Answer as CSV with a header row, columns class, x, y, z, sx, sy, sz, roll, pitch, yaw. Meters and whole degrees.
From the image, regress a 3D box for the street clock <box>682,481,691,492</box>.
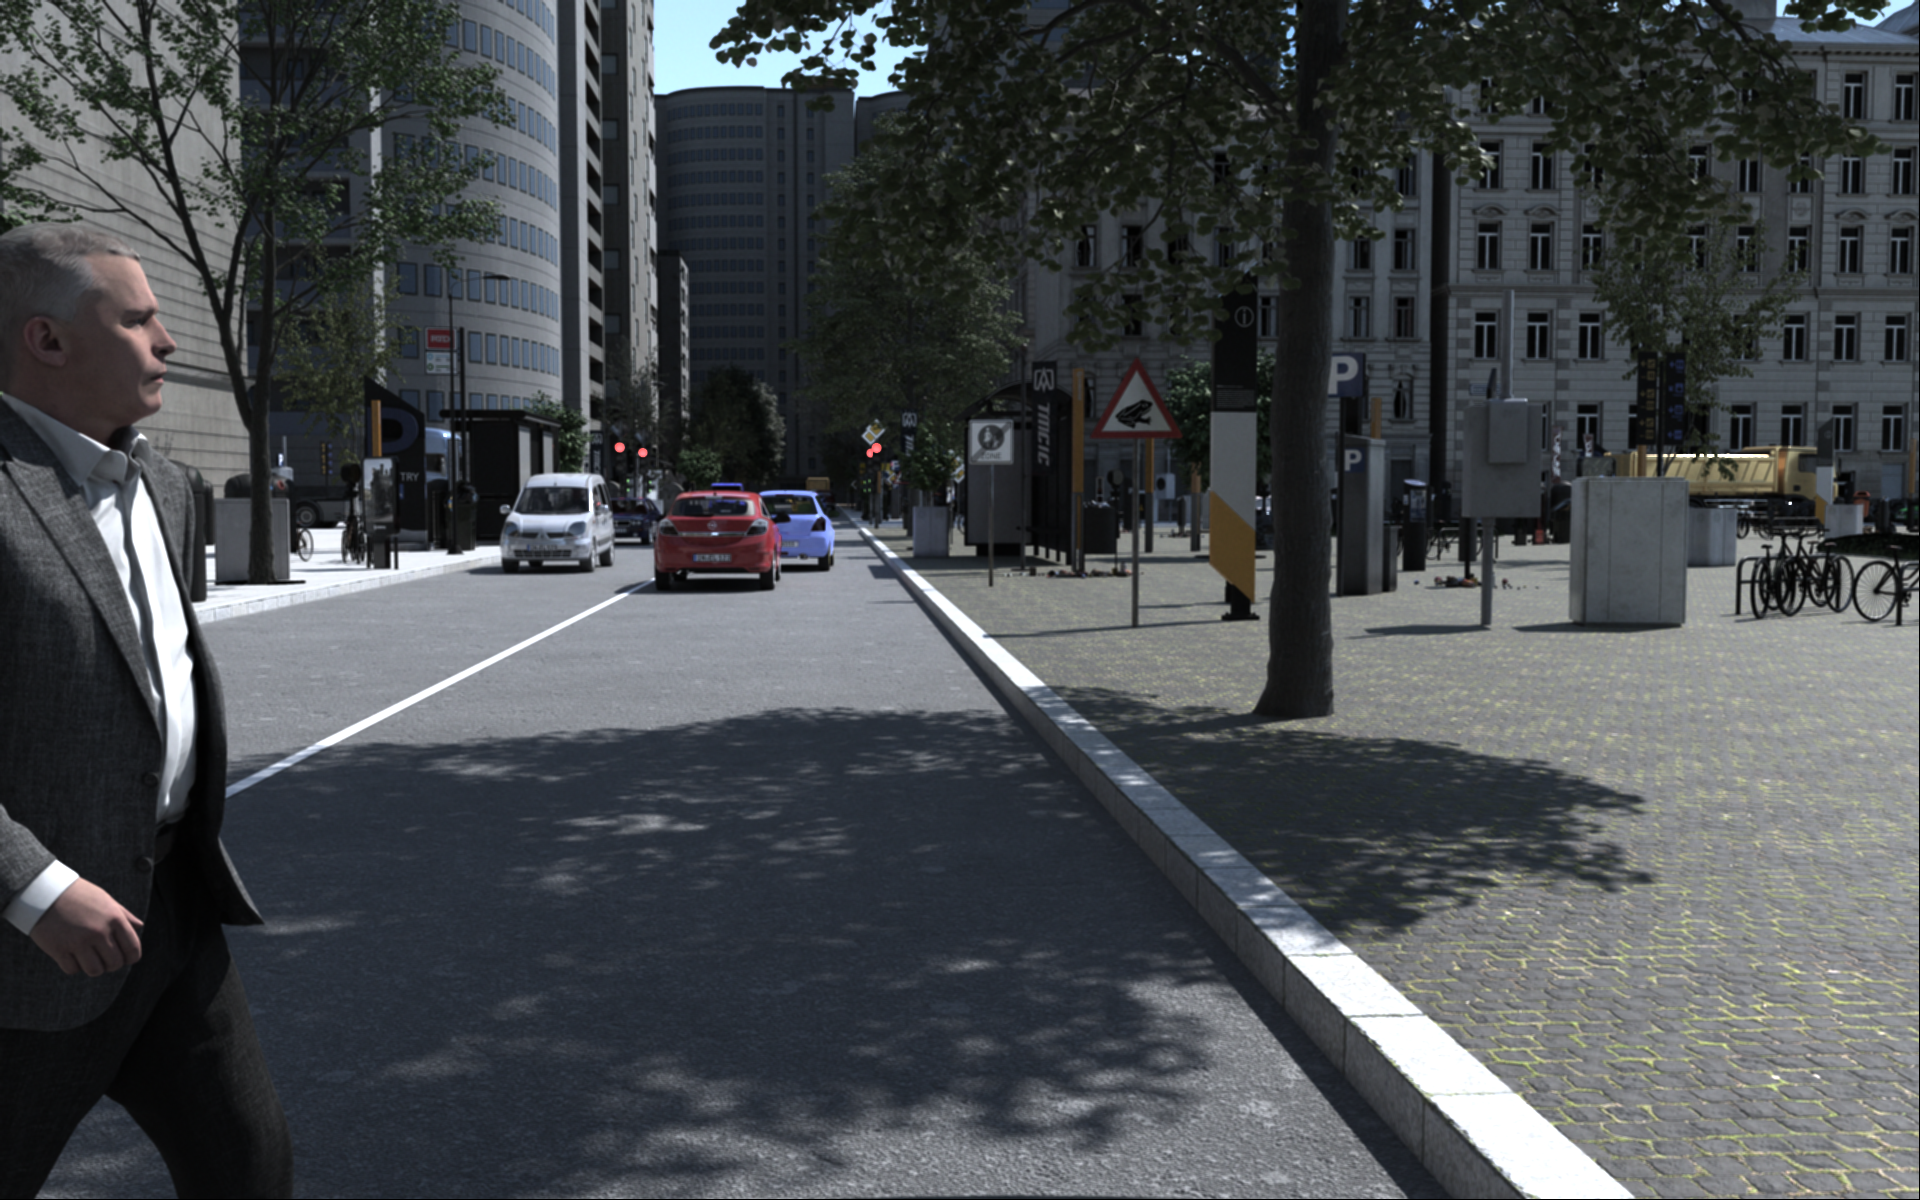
class,x,y,z,sx,sy,sz,roll,pitch,yaw
street clock,-14.718,-5.428,93.324,0.358,2.002,0.471,2,4,30

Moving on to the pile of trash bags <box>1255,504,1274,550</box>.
class,x,y,z,sx,sy,sz,roll,pitch,yaw
pile of trash bags,6.948,-1.916,41.081,1.912,1.369,3.447,-1,4,-14

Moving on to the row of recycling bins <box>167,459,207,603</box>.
class,x,y,z,sx,sy,sz,roll,pitch,yaw
row of recycling bins,-9.516,-0.742,19.243,1.069,1.692,3.534,0,4,2

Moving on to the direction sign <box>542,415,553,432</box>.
class,x,y,z,sx,sy,sz,roll,pitch,yaw
direction sign,-11.897,-3.532,49.744,0.379,3.537,0.876,1,4,13

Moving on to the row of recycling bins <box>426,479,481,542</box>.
class,x,y,z,sx,sy,sz,roll,pitch,yaw
row of recycling bins,-13.916,-2.482,47.693,1.069,1.692,3.534,0,4,-3

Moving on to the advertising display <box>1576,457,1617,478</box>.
class,x,y,z,sx,sy,sz,roll,pitch,yaw
advertising display,11.051,-1.523,30.114,0.974,1.923,0.123,-2,4,-34

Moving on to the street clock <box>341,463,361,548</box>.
class,x,y,z,sx,sy,sz,roll,pitch,yaw
street clock,-14.323,-2.215,40.783,0.358,2.002,0.471,1,4,18

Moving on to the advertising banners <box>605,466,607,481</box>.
class,x,y,z,sx,sy,sz,roll,pitch,yaw
advertising banners,-22.095,-6.817,107.642,0.090,3.025,2.074,-1,4,-20

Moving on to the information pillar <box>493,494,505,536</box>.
class,x,y,z,sx,sy,sz,roll,pitch,yaw
information pillar,-13.658,-2.865,51.337,0.304,2.012,0.304,0,4,-4

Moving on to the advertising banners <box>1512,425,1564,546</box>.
class,x,y,z,sx,sy,sz,roll,pitch,yaw
advertising banners,14.579,-2.901,43.620,2.074,3.025,0.090,-3,4,-37

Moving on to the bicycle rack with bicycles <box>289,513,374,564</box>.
class,x,y,z,sx,sy,sz,roll,pitch,yaw
bicycle rack with bicycles,-11.860,-1.178,32.650,2.852,0.926,2.925,0,4,-4

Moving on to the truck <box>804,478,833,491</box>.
class,x,y,z,sx,sy,sz,roll,pitch,yaw
truck,-16.798,-12.786,204.968,3.469,3.379,9.791,0,4,-3

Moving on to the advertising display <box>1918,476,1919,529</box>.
class,x,y,z,sx,sy,sz,roll,pitch,yaw
advertising display,17.335,-1.539,30.381,0.974,1.923,0.123,0,4,3

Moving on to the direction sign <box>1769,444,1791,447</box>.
class,x,y,z,sx,sy,sz,roll,pitch,yaw
direction sign,37.122,-5.304,78.721,0.876,3.537,0.379,-1,4,-12

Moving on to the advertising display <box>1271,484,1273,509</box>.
class,x,y,z,sx,sy,sz,roll,pitch,yaw
advertising display,10.434,-3.137,56.504,0.123,1.923,0.974,3,5,40

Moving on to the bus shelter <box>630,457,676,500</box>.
class,x,y,z,sx,sy,sz,roll,pitch,yaw
bus shelter,-17.313,-6.361,97.933,2.014,3.302,5.546,0,4,-4

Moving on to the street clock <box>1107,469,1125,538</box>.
class,x,y,z,sx,sy,sz,roll,pitch,yaw
street clock,4.502,-2.785,50.112,0.471,2.002,0.358,-2,4,-31

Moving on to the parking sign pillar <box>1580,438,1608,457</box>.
class,x,y,z,sx,sy,sz,roll,pitch,yaw
parking sign pillar,28.261,-5.429,77.230,1.447,3.967,1.447,-3,4,-36

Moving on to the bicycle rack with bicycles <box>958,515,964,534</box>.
class,x,y,z,sx,sy,sz,roll,pitch,yaw
bicycle rack with bicycles,1.555,-2.547,55.029,2.852,0.926,2.925,-2,4,-24

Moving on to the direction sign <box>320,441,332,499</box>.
class,x,y,z,sx,sy,sz,roll,pitch,yaw
direction sign,-27.120,-5.027,74.194,0.379,3.537,0.876,1,4,10

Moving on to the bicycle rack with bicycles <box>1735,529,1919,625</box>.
class,x,y,z,sx,sy,sz,roll,pitch,yaw
bicycle rack with bicycles,9.303,-0.293,18.178,2.925,0.926,2.852,-2,4,-29

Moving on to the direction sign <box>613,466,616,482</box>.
class,x,y,z,sx,sy,sz,roll,pitch,yaw
direction sign,-28.296,-9.168,141.886,0.379,3.537,0.876,-2,4,-27

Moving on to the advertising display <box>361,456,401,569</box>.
class,x,y,z,sx,sy,sz,roll,pitch,yaw
advertising display,-9.944,-1.501,29.752,0.974,1.923,0.123,3,5,39

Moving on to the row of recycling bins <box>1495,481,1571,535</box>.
class,x,y,z,sx,sy,sz,roll,pitch,yaw
row of recycling bins,18.717,-2.930,55.018,3.534,1.692,1.069,0,4,4

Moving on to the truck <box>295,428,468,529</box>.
class,x,y,z,sx,sy,sz,roll,pitch,yaw
truck,-27.755,-4.668,66.074,18.799,4.110,2.967,0,4,-3

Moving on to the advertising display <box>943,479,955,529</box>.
class,x,y,z,sx,sy,sz,roll,pitch,yaw
advertising display,-0.400,-3.623,64.452,0.123,1.923,0.974,1,4,19

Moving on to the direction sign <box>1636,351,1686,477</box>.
class,x,y,z,sx,sy,sz,roll,pitch,yaw
direction sign,11.177,-2.183,27.682,0.876,3.537,0.379,-1,4,-17

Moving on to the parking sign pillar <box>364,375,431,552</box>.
class,x,y,z,sx,sy,sz,roll,pitch,yaw
parking sign pillar,-12.738,-3.095,39.081,1.447,3.967,1.447,-1,4,-14

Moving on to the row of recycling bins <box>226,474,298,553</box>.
class,x,y,z,sx,sy,sz,roll,pitch,yaw
row of recycling bins,-14.829,-1.809,36.693,1.069,1.692,3.534,-1,4,-10

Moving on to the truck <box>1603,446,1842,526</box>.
class,x,y,z,sx,sy,sz,roll,pitch,yaw
truck,31.375,-4.563,70.529,9.791,3.379,3.469,0,4,-6

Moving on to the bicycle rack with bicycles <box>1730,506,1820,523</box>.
class,x,y,z,sx,sy,sz,roll,pitch,yaw
bicycle rack with bicycles,22.980,-2.213,49.561,2.925,0.926,2.852,-1,4,-20

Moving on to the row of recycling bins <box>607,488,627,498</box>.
class,x,y,z,sx,sy,sz,roll,pitch,yaw
row of recycling bins,-16.056,-4.502,80.725,1.069,1.692,3.534,0,4,-8

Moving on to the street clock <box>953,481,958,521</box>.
class,x,y,z,sx,sy,sz,roll,pitch,yaw
street clock,-0.348,-4.787,82.837,0.471,2.002,0.358,-3,4,-37

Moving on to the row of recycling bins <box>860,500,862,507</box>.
class,x,y,z,sx,sy,sz,roll,pitch,yaw
row of recycling bins,-6.860,-7.946,137.027,1.069,1.692,3.534,2,4,27

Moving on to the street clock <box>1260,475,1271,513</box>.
class,x,y,z,sx,sy,sz,roll,pitch,yaw
street clock,8.159,-2.562,46.462,0.358,2.002,0.471,3,5,42

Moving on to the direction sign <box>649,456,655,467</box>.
class,x,y,z,sx,sy,sz,roll,pitch,yaw
direction sign,-18.581,-6.874,104.379,0.379,3.537,0.876,-2,4,-34

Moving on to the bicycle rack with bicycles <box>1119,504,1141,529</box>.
class,x,y,z,sx,sy,sz,roll,pitch,yaw
bicycle rack with bicycles,5.162,-3.069,63.556,2.925,0.926,2.852,-3,5,-45

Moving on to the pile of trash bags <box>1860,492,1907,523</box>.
class,x,y,z,sx,sy,sz,roll,pitch,yaw
pile of trash bags,42.855,-4.185,78.170,3.447,1.369,1.912,-1,4,-19

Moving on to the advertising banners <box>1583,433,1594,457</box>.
class,x,y,z,sx,sy,sz,roll,pitch,yaw
advertising banners,18.762,-3.325,50.549,2.074,3.025,0.090,-3,4,-36

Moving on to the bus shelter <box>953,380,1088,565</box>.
class,x,y,z,sx,sy,sz,roll,pitch,yaw
bus shelter,1.062,-2.417,33.445,2.014,3.302,5.546,0,4,-4

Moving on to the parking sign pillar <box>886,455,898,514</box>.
class,x,y,z,sx,sy,sz,roll,pitch,yaw
parking sign pillar,-4.729,-7.642,113.412,1.447,3.967,1.447,-3,4,-36

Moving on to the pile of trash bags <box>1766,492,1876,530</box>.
class,x,y,z,sx,sy,sz,roll,pitch,yaw
pile of trash bags,31.007,-3.234,62.629,3.447,1.369,1.912,2,4,24

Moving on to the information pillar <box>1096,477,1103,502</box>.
class,x,y,z,sx,sy,sz,roll,pitch,yaw
information pillar,6.115,-4.362,75.809,0.304,2.012,0.304,0,4,2

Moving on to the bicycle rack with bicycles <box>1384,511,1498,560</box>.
class,x,y,z,sx,sy,sz,roll,pitch,yaw
bicycle rack with bicycles,9.261,-1.305,34.718,2.925,0.926,2.852,-2,4,-34

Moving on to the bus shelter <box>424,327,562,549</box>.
class,x,y,z,sx,sy,sz,roll,pitch,yaw
bus shelter,-11.948,-4.081,44.357,2.179,5.291,8.768,0,4,-5

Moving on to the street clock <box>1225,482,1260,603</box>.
class,x,y,z,sx,sy,sz,roll,pitch,yaw
street clock,3.248,-0.973,20.487,0.471,2.002,0.358,0,4,2

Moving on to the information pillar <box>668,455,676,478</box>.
class,x,y,z,sx,sy,sz,roll,pitch,yaw
information pillar,-17.344,-6.912,104.365,0.183,3.616,0.504,3,5,45
